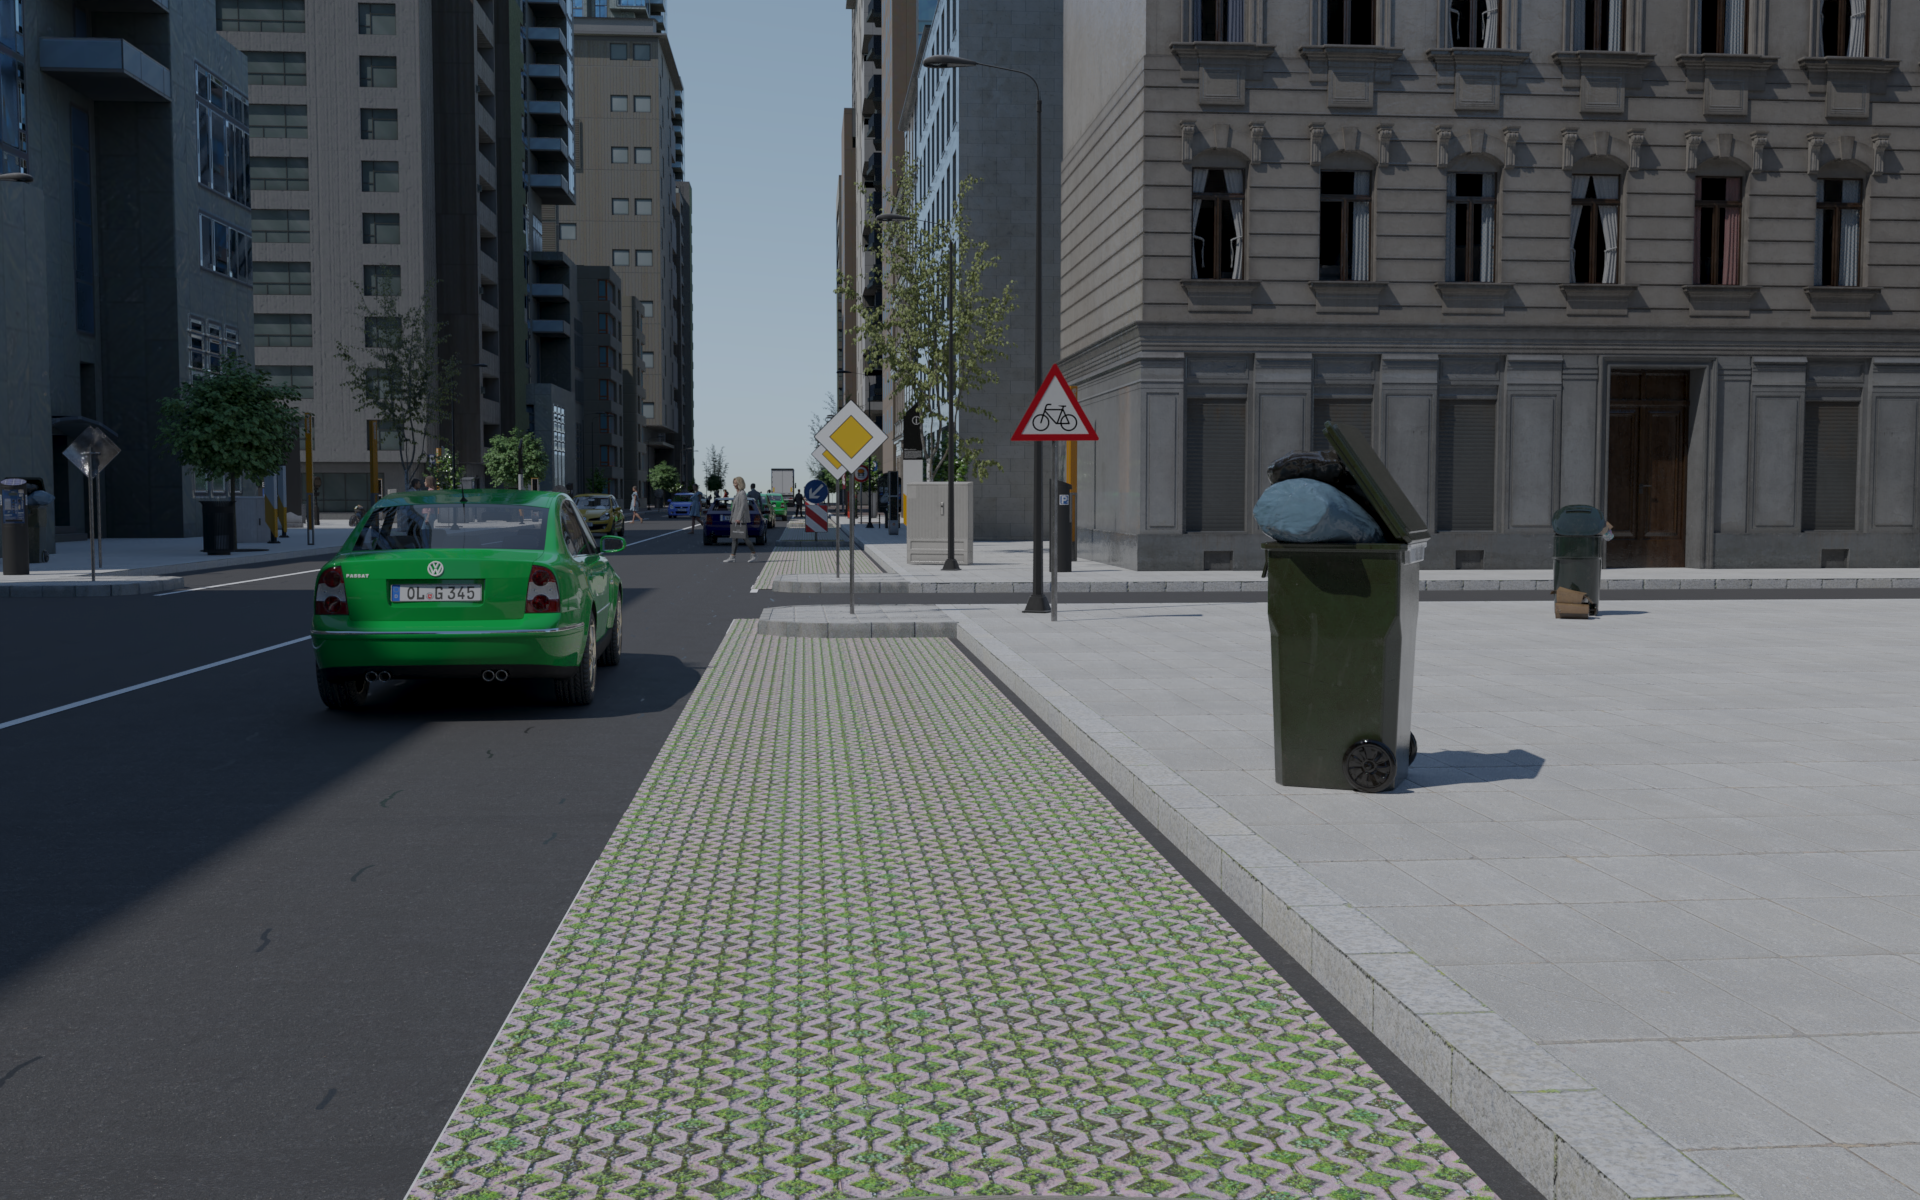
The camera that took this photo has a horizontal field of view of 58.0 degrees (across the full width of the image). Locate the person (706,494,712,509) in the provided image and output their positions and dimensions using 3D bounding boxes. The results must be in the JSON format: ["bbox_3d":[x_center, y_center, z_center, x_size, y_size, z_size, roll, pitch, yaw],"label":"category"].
[{"bbox_3d":[-20.804,-8.077,143.740,0.799,1.438,0.628,2,4,32],"label":"person"}]

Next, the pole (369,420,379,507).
[{"bbox_3d":[-16.247,-3.315,48.037,0.158,3.312,0.155,0,3,0],"label":"pole"}]

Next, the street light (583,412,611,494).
[{"bbox_3d":[-20.743,-7.673,97.994,1.470,5.913,1.316,0,4,-5],"label":"street light"}]

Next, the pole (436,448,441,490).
[{"bbox_3d":[-23.147,-5.086,77.001,0.158,3.312,0.155,0,3,0],"label":"pole"}]

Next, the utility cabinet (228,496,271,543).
[{"bbox_3d":[-18.656,-2.101,45.519,0.306,1.237,1.020,3,4,37],"label":"utility cabinet"}]

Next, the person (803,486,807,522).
[{"bbox_3d":[-7.856,-4.941,89.094,0.447,1.846,0.655,-3,4,-36],"label":"person"}]

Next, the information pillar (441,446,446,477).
[{"bbox_3d":[-25.176,-5.719,84.868,0.504,3.616,0.183,2,4,24],"label":"information pillar"}]

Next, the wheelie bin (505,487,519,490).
[{"bbox_3d":[-20.450,-4.368,79.324,0.980,1.594,0.693,0,4,-3],"label":"wheelie bin"}]

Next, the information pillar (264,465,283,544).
[{"bbox_3d":[-17.887,-3.277,44.932,0.504,3.616,0.183,3,4,38],"label":"information pillar"}]

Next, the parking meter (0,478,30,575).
[{"bbox_3d":[-14.978,-1.164,27.443,0.372,1.533,0.369,0,3,0],"label":"parking meter"}]

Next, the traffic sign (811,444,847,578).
[{"bbox_3d":[-1.869,-1.393,26.423,0.795,2.450,0.064,0,4,-5],"label":"traffic sign"}]

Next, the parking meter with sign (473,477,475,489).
[{"bbox_3d":[-22.513,-5.058,78.951,1.738,3.016,0.543,0,4,-2],"label":"parking meter with sign"}]

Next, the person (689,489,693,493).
[{"bbox_3d":[-16.941,-6.159,109.913,0.721,1.735,1.217,0,4,-4],"label":"person"}]

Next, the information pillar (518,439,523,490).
[{"bbox_3d":[-18.566,-5.008,73.239,0.183,3.616,0.504,0,4,-1],"label":"information pillar"}]

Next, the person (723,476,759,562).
[{"bbox_3d":[-4.574,-1.686,36.257,0.728,1.800,0.709,-1,4,-18],"label":"person"}]

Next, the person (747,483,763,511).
[{"bbox_3d":[-7.202,-3.147,60.074,0.709,1.813,0.853,-3,5,-41],"label":"person"}]

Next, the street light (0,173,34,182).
[{"bbox_3d":[-14.106,-3.219,25.170,1.470,5.913,1.316,0,4,-5],"label":"street light"}]

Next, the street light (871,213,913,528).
[{"bbox_3d":[-0.689,-3.447,28.892,1.470,5.913,1.316,0,4,-5],"label":"street light"}]

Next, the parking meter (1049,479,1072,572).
[{"bbox_3d":[1.652,-1.226,28.457,0.372,1.533,0.369,0,3,0],"label":"parking meter"}]

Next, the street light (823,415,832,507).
[{"bbox_3d":[-7.385,-8.052,104.198,1.470,5.913,1.316,0,4,-5],"label":"street light"}]

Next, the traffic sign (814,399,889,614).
[{"bbox_3d":[-1.158,-0.907,18.469,0.795,2.450,0.064,0,4,-5],"label":"traffic sign"}]

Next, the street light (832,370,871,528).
[{"bbox_3d":[-3.940,-5.663,65.125,1.470,5.913,1.316,0,4,-5],"label":"street light"}]

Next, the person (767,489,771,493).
[{"bbox_3d":[-11.964,-6.133,109.570,0.721,1.735,1.217,0,4,8],"label":"person"}]

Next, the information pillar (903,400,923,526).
[{"bbox_3d":[-1.126,-3.105,42.124,0.504,3.616,0.183,0,4,5],"label":"information pillar"}]

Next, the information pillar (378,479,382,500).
[{"bbox_3d":[-28.241,-4.874,84.175,0.304,2.012,0.304,-1,4,-22],"label":"information pillar"}]

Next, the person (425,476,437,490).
[{"bbox_3d":[-11.491,-1.771,37.465,0.388,1.821,0.555,-2,4,-30],"label":"person"}]

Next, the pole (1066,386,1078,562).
[{"bbox_3d":[2.119,-2.384,32.820,0.158,3.312,0.155,0,3,0],"label":"pole"}]

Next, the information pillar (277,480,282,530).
[{"bbox_3d":[-24.482,-3.531,62.226,0.304,2.012,0.304,-3,5,-40],"label":"information pillar"}]

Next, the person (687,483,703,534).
[{"bbox_3d":[-9.452,-3.280,62.220,0.778,1.811,0.616,-2,4,-29],"label":"person"}]

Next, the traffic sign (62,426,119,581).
[{"bbox_3d":[-12.772,-1.335,25.471,0.795,2.450,0.064,0,4,-5],"label":"traffic sign"}]

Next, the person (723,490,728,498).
[{"bbox_3d":[-20.796,-8.864,153.372,0.705,1.831,1.348,1,4,13],"label":"person"}]

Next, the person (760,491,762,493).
[{"bbox_3d":[-22.583,-11.468,196.710,1.217,1.736,0.721,0,4,1],"label":"person"}]

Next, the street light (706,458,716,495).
[{"bbox_3d":[-31.792,-15.197,221.012,1.470,5.913,1.316,0,4,-5],"label":"street light"}]

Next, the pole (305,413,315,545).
[{"bbox_3d":[-16.302,-3.032,43.414,0.158,3.312,0.155,0,3,0],"label":"pole"}]

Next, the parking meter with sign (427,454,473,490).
[{"bbox_3d":[-22.377,-4.867,75.835,1.738,3.016,0.543,1,4,12],"label":"parking meter with sign"}]

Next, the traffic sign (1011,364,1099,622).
[{"bbox_3d":[0.948,-1.063,17.382,0.884,2.594,0.081,0,4,0],"label":"traffic sign"}]

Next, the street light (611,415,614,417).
[{"bbox_3d":[-20.958,-7.883,101.421,1.470,5.913,1.316,0,4,-5],"label":"street light"}]

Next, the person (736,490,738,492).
[{"bbox_3d":[-12.111,-5.226,94.345,0.834,1.777,0.661,0,4,8],"label":"person"}]

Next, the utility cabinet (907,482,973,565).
[{"bbox_3d":[-0.367,-1.384,31.308,1.173,1.500,0.318,1,4,19],"label":"utility cabinet"}]

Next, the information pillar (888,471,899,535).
[{"bbox_3d":[-2.097,-3.053,54.411,0.304,2.012,0.304,-1,4,-10],"label":"information pillar"}]

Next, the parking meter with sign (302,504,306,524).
[{"bbox_3d":[-29.084,-4.822,75.107,1.738,3.016,0.543,2,4,31],"label":"parking meter with sign"}]

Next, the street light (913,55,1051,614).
[{"bbox_3d":[0.305,-2.814,18.550,1.470,5.913,1.316,0,4,-5],"label":"street light"}]

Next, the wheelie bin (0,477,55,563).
[{"bbox_3d":[-17.328,-1.483,32.156,0.980,1.594,0.693,-1,4,-13],"label":"wheelie bin"}]

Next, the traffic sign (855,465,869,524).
[{"bbox_3d":[-4.249,-4.547,74.448,0.768,2.556,0.104,0,4,-2],"label":"traffic sign"}]

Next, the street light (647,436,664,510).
[{"bbox_3d":[-24.332,-10.145,138.417,1.470,5.913,1.316,0,4,-5],"label":"street light"}]

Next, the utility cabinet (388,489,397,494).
[{"bbox_3d":[-25.063,-4.144,76.435,0.318,1.500,1.173,-1,4,-22],"label":"utility cabinet"}]

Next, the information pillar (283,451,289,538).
[{"bbox_3d":[-19.947,-3.644,50.935,0.183,3.616,0.504,-3,5,-40],"label":"information pillar"}]

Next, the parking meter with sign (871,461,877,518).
[{"bbox_3d":[-4.642,-5.876,92.335,0.543,3.016,1.738,0,3,0],"label":"parking meter with sign"}]

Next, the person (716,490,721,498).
[{"bbox_3d":[-17.856,-7.243,127.837,0.530,1.710,0.541,-1,4,-19],"label":"person"}]

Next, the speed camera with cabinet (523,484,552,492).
[{"bbox_3d":[-21.647,-5.824,89.563,0.660,3.252,2.038,3,4,36],"label":"speed camera with cabinet"}]

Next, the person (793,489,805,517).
[{"bbox_3d":[-10.183,-6.162,109.802,0.990,1.755,0.434,3,4,36],"label":"person"}]

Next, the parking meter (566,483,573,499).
[{"bbox_3d":[-20.524,-5.222,91.090,0.255,1.863,0.399,1,4,15],"label":"parking meter"}]

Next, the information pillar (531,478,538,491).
[{"bbox_3d":[-19.643,-4.622,80.057,0.304,2.012,0.304,-1,4,-16],"label":"information pillar"}]

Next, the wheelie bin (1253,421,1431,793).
[{"bbox_3d":[1.690,0.013,7.698,0.693,1.594,0.980,1,4,23],"label":"wheelie bin"}]

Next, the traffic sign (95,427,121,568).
[{"bbox_3d":[-14.953,-1.766,30.064,0.795,2.450,0.064,0,4,-1],"label":"traffic sign"}]

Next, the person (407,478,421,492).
[{"bbox_3d":[-14.339,-2.260,45.301,0.795,1.843,0.661,1,4,15],"label":"person"}]

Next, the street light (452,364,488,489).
[{"bbox_3d":[-17.506,-5.457,61.760,1.470,5.913,1.316,0,4,-5],"label":"street light"}]

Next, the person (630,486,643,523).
[{"bbox_3d":[-15.718,-4.622,84.158,0.778,1.811,0.616,1,4,23],"label":"person"}]

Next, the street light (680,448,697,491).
[{"bbox_3d":[-27.595,-12.361,174.648,1.470,5.913,1.316,0,4,-5],"label":"street light"}]
